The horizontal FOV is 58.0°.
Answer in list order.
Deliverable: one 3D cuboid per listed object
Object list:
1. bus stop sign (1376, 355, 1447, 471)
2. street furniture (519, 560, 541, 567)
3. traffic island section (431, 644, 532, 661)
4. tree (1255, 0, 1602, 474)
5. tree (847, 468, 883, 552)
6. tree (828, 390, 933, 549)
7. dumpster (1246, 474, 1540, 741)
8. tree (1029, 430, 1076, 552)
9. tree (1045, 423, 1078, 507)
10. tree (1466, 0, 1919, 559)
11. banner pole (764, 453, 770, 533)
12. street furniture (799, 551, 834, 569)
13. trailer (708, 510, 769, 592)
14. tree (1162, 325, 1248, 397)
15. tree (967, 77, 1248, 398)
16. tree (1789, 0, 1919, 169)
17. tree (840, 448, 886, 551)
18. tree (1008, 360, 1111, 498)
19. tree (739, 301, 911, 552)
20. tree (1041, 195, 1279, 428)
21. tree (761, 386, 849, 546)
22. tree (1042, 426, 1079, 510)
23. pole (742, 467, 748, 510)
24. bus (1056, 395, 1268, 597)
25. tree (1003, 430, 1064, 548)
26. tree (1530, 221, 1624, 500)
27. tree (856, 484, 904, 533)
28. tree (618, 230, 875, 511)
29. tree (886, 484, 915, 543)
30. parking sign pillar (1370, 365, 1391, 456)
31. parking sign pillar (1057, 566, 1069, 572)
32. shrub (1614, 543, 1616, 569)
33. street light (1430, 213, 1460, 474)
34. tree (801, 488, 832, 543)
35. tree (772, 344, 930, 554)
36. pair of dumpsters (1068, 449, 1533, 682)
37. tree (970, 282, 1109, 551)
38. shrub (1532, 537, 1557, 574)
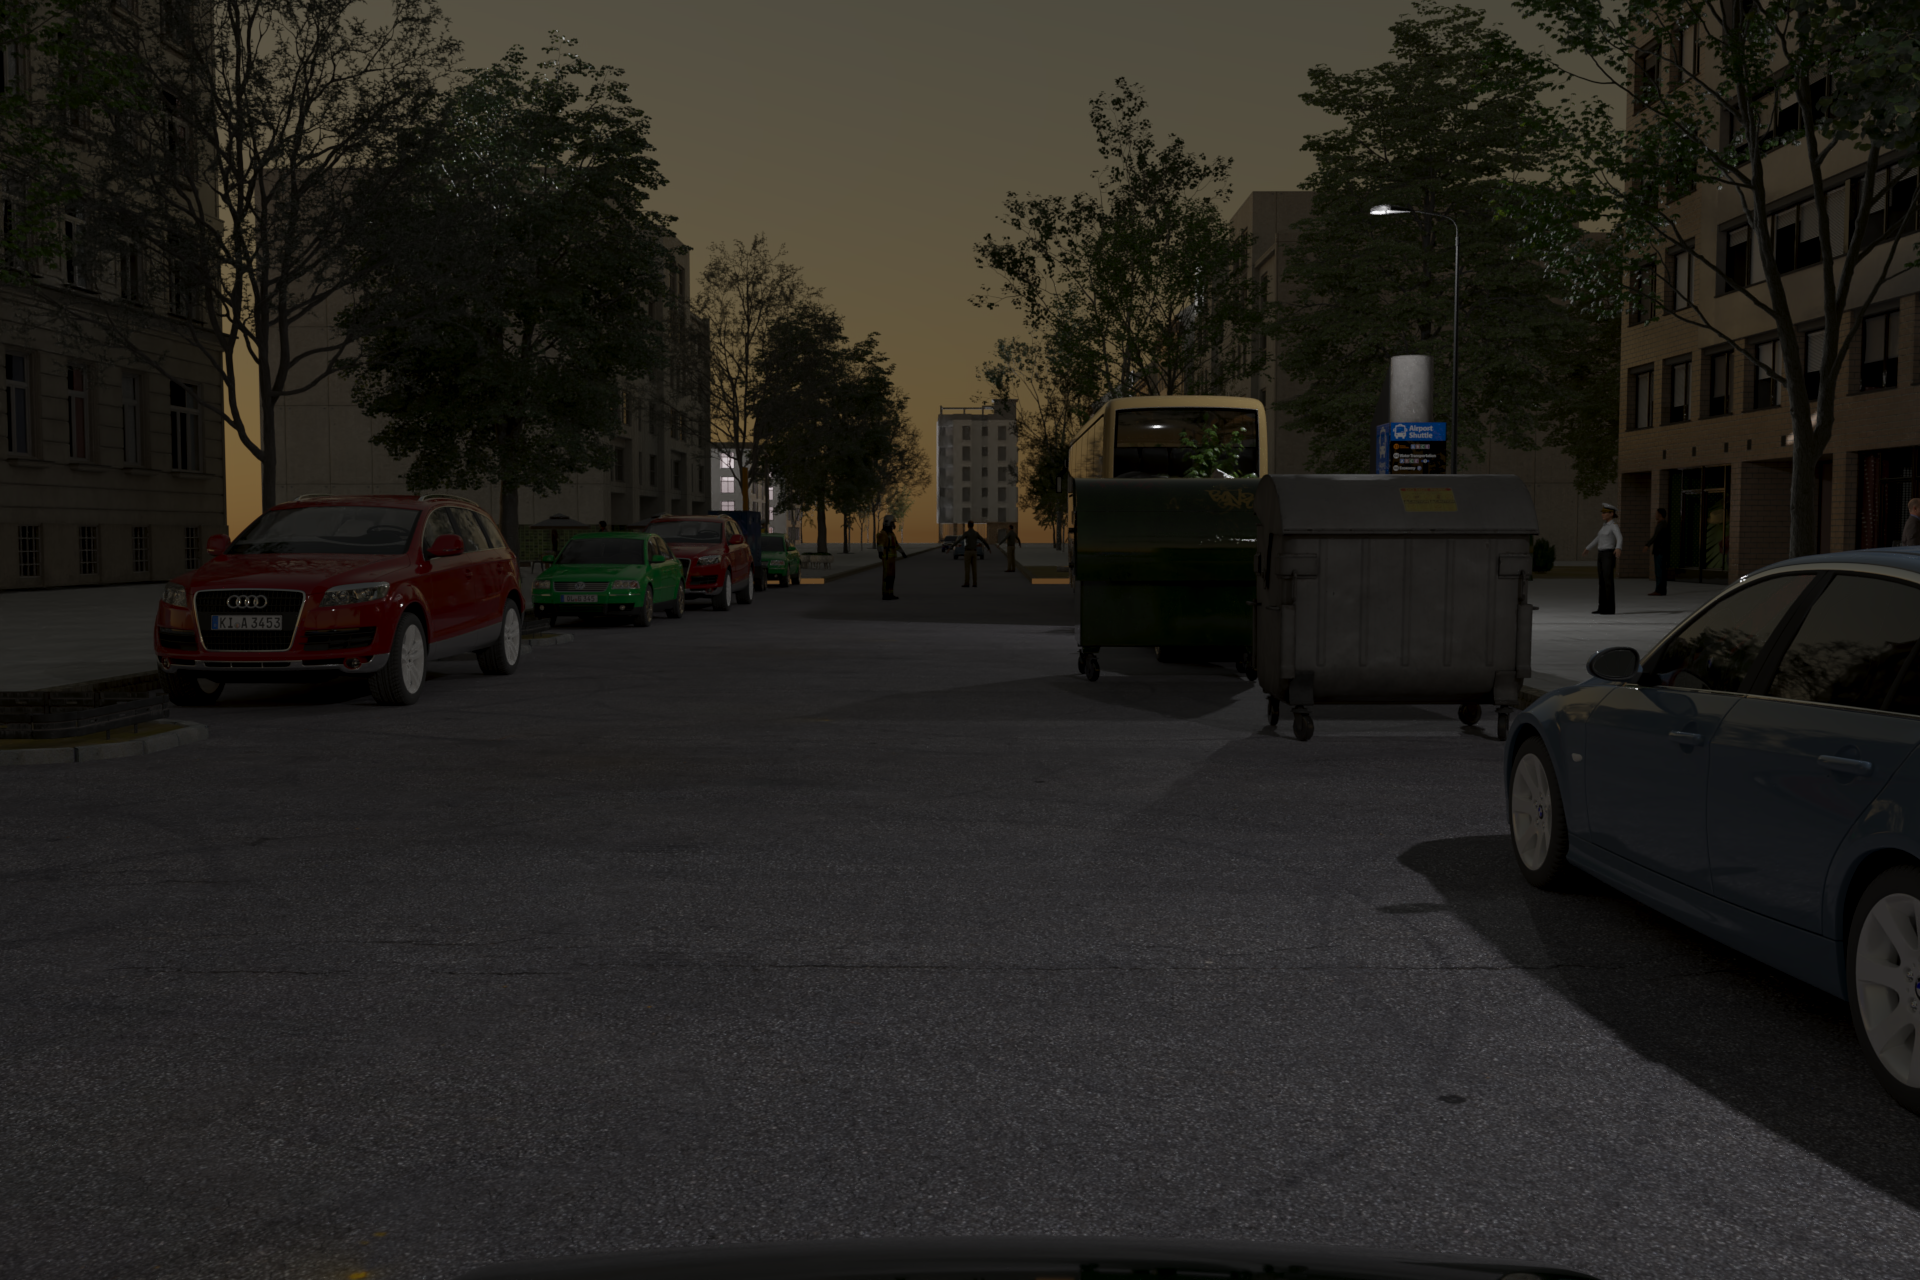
[{"bbox_3d":[6.718,-2.252,25.841,0.837,3.901,0.837,0,4,0],"label":"bus stop sign"},{"bbox_3d":[-21.901,-3.655,66.609,9.812,1.723,11.010,1,4,19],"label":"street furniture"},{"bbox_3d":[-6.176,0.146,20.484,1.991,0.108,1.994,0,4,1],"label":"traffic island section"},{"bbox_3d":[10.206,-7.283,37.198,7.486,12.596,7.792,0,3,0],"label":"tree"},{"bbox_3d":[-7.664,-10.564,123.080,4.737,8.622,4.395,0,3,0],"label":"tree"},{"bbox_3d":[-7.332,-14.541,148.117,12.009,13.543,11.850,0,3,0],"label":"tree"},{"bbox_3d":[3.063,-0.259,12.443,1.865,1.857,1.264,0,4,-1],"label":"dumpster"},{"bbox_3d":[7.196,-10.525,122.444,4.737,8.622,4.395,0,3,0],"label":"tree"},{"bbox_3d":[7.304,-9.711,109.133,4.360,8.622,3.978,0,3,0],"label":"tree"},{"bbox_3d":[9.780,-5.747,19.727,9.928,11.665,9.643,0,3,0],"label":"tree"},{"bbox_3d":[-5.990,-3.910,53.945,0.401,3.779,0.863,0,4,3],"label":"banner pole"},{"bbox_3d":[-8.489,-3.054,65.562,5.734,0.657,10.072,-2,4,-25],"label":"street furniture"},{"bbox_3d":[-5.608,-2.176,42.623,1.471,1.999,3.904,0,4,1],"label":"trailer"},{"bbox_3d":[8.828,-6.758,60.851,4.360,8.622,3.978,0,3,0],"label":"tree"},{"bbox_3d":[6.367,-13.392,74.845,12.611,20.169,13.585,0,3,0],"label":"tree"},{"bbox_3d":[9.374,-6.329,10.129,9.857,13.997,8.962,0,3,0],"label":"tree"},{"bbox_3d":[-7.543,-11.121,132.190,4.737,8.622,4.395,0,3,0],"label":"tree"},{"bbox_3d":[7.002,-9.625,91.783,8.767,10.594,7.601,-2,4,-32],"label":"tree"},{"bbox_3d":[-7.539,-11.473,94.242,9.857,13.997,8.962,0,3,0],"label":"tree"},{"bbox_3d":[6.107,-7.796,53.219,9.928,11.665,9.643,0,3,0],"label":"tree"},{"bbox_3d":[-8.197,-8.112,83.000,4.360,8.622,3.978,0,3,0],"label":"tree"},{"bbox_3d":[7.502,-10.074,115.067,4.737,8.622,4.395,0,3,0],"label":"tree"},{"bbox_3d":[-6.557,-3.618,52.992,0.158,3.312,0.155,0,3,0],"label":"pole"},{"bbox_3d":[3.522,-2.511,32.599,2.896,3.916,12.252,0,4,1],"label":"bus"},{"bbox_3d":[8.237,-13.457,154.437,7.601,10.594,8.767,3,5,42],"label":"tree"},{"bbox_3d":[24.067,-8.828,62.468,7.486,12.596,7.792,0,3,0],"label":"tree"},{"bbox_3d":[-11.139,-18.730,240.652,7.601,10.594,8.767,0,4,1],"label":"tree"},{"bbox_3d":[-8.751,-9.808,70.726,12.009,13.543,11.850,0,3,0],"label":"tree"},{"bbox_3d":[-8.523,-18.171,247.454,4.737,8.622,4.395,0,3,0],"label":"tree"},{"bbox_3d":[7.064,-2.442,28.402,1.447,3.967,1.447,0,4,1],"label":"parking sign pillar"},{"bbox_3d":[4.021,-4.308,58.909,1.447,3.967,1.447,0,4,2],"label":"parking sign pillar"},{"bbox_3d":[24.224,-3.204,63.495,1.383,1.207,1.383,0,3,0],"label":"shrub"},{"bbox_3d":[7.562,-3.181,24.554,1.470,5.913,1.316,0,4,1],"label":"street light"},{"bbox_3d":[-22.569,-20.450,244.720,12.009,13.543,11.850,0,3,0],"label":"tree"},{"bbox_3d":[-7.565,-12.390,112.943,12.009,13.543,11.850,0,3,0],"label":"tree"},{"bbox_3d":[3.299,-0.753,17.261,4.436,2.255,1.574,0,4,1],"label":"pair of dumpsters"},{"bbox_3d":[7.128,-16.950,133.021,12.611,20.169,13.585,0,3,0],"label":"tree"},{"bbox_3d":[18.848,-2.755,56.169,1.383,1.207,1.383,0,3,0],"label":"shrub"}]
